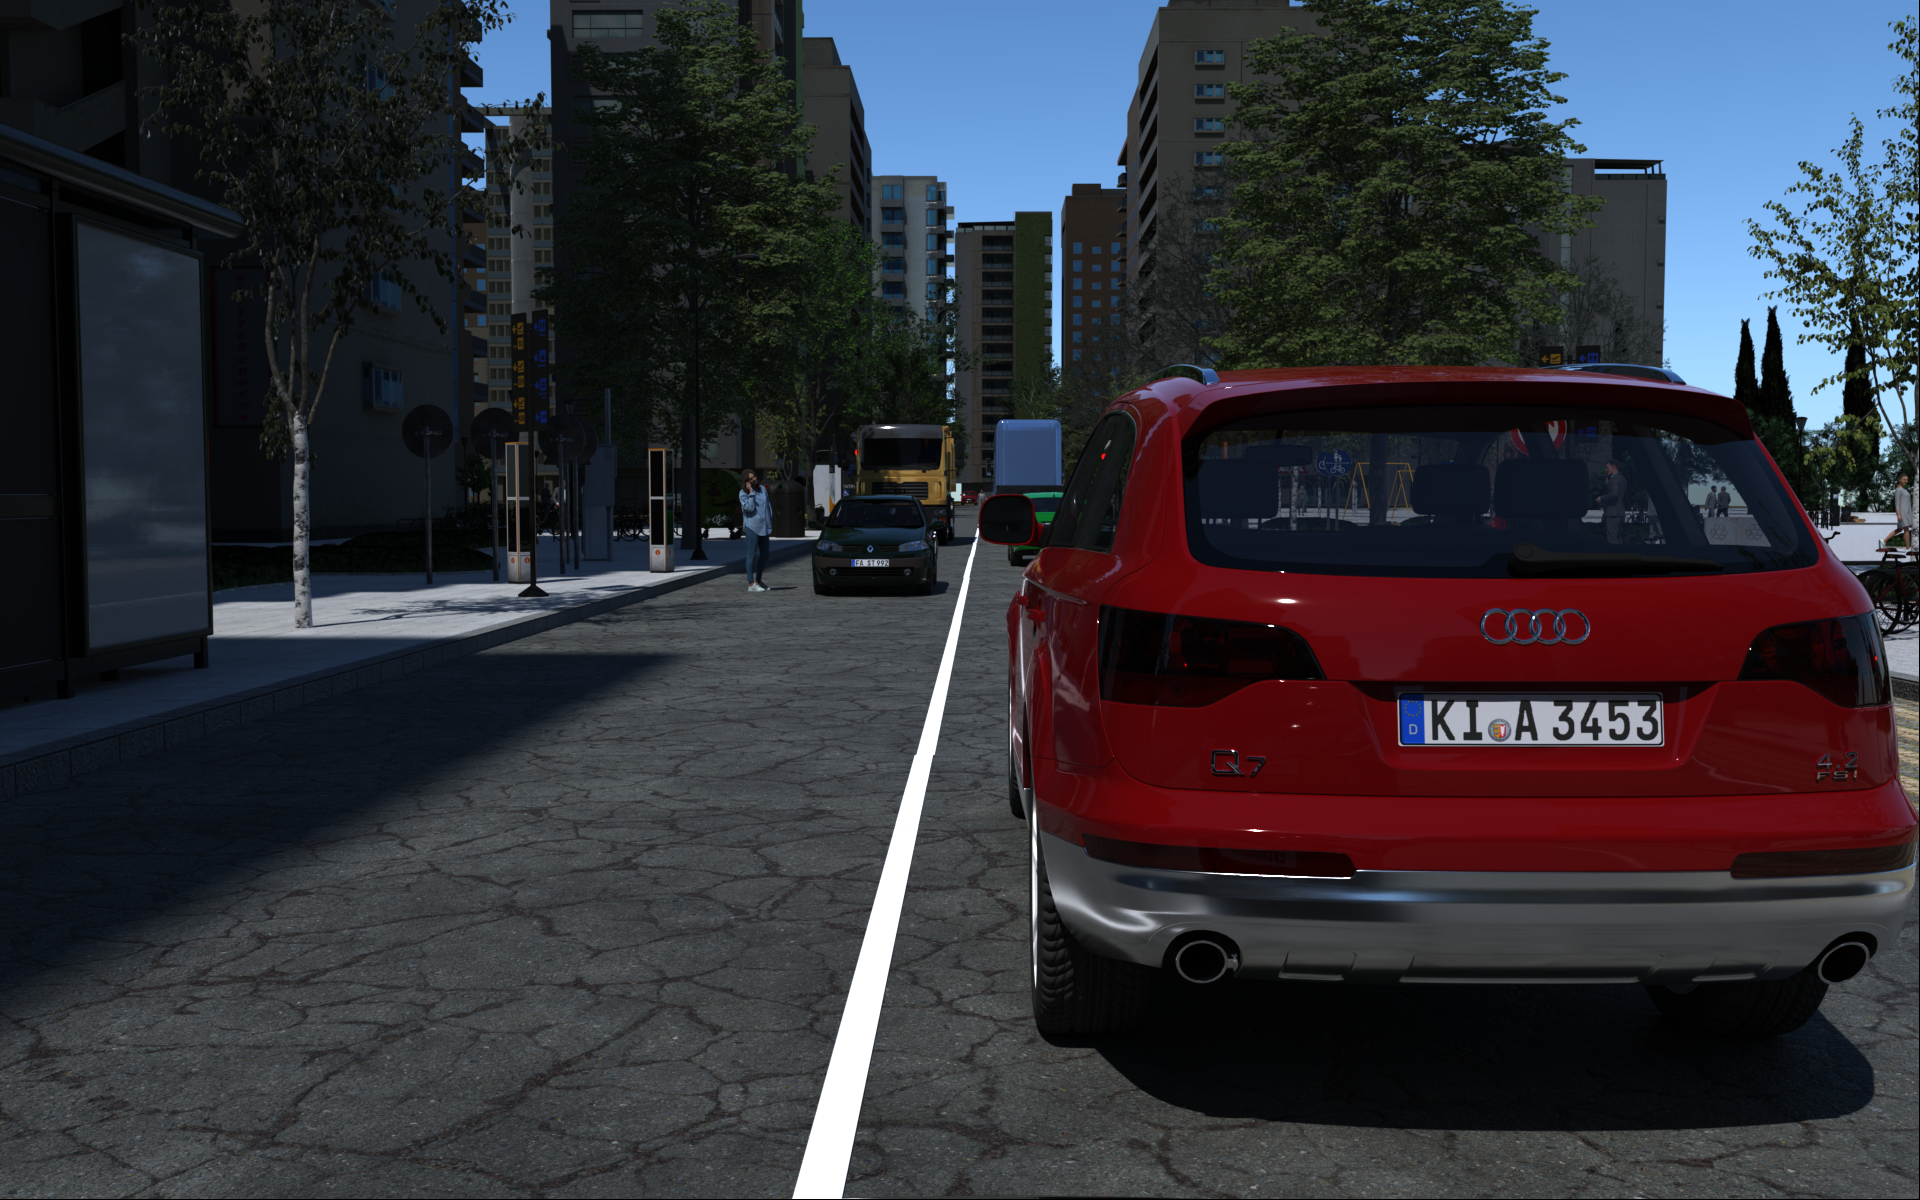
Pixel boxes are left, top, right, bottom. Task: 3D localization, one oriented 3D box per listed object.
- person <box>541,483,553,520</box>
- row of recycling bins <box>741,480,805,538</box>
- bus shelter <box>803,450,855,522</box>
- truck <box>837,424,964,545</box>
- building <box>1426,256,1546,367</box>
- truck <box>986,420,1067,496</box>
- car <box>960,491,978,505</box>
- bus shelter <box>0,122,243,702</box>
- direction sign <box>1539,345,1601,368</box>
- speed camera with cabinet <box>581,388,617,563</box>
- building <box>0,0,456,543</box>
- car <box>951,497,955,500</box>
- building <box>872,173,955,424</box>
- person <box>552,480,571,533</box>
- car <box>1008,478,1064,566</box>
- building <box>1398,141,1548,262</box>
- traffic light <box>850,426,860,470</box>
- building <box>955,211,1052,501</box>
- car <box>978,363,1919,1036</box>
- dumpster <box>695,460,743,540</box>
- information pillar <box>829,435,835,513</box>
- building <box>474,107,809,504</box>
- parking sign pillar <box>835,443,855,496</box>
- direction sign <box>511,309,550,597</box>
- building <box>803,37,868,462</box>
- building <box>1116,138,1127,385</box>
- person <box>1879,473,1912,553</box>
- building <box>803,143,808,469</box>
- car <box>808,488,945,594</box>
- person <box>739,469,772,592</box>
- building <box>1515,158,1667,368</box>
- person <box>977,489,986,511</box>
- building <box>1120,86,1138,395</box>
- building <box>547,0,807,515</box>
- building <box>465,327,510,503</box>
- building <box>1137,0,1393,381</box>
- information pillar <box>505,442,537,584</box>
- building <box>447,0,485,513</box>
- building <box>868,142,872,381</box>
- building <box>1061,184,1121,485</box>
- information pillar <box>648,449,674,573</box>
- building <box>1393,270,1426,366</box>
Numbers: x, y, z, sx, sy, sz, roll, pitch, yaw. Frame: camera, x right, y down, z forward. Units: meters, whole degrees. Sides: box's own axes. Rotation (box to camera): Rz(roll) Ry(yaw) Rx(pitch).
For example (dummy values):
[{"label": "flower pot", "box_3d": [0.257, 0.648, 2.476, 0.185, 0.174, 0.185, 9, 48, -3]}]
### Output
[{"label": "person", "box_3d": [-18.793, -4.454, 79.039, 0.661, 1.801, 0.590, 3, 4, 36]}, {"label": "row of recycling bins", "box_3d": [-5.683, -2.761, 52.263, 1.069, 1.692, 3.534, -2, 4, -31]}, {"label": "bus shelter", "box_3d": [-6.124, -5.374, 81.793, 2.014, 3.302, 5.546, 0, 4, 1]}, {"label": "truck", "box_3d": [-1.520, -3.355, 50.786, 3.469, 3.379, 9.791, 0, 4, 1]}, {"label": "building", "box_3d": [63.039, -27.044, 213.877, 14.107, 30.474, 14.160, 0, 4, 1]}, {"label": "truck", "box_3d": [2.548, -4.099, 56.778, 2.967, 4.110, 18.799, 0, 4, -1]}, {"label": "car", "box_3d": [1.188, -13.128, 223.316, 2.281, 1.827, 5.304, 0, 4, 2]}, {"label": "bus shelter", "box_3d": [-6.401, -1.880, 8.377, 2.179, 5.291, 8.768, 0, 4, 1]}, {"label": "direction sign", "box_3d": [9.312, -2.113, 26.546, 0.876, 3.537, 0.379, 1, 4, 18]}, {"label": "speed camera with cabinet", "box_3d": [-6.936, -2.372, 33.121, 0.660, 3.252, 2.038, -1, 4, -14]}, {"label": "building", "box_3d": [-28.274, -25.987, 48.591, 21.600, 48.544, 21.300, 0, 4, 1]}, {"label": "car", "box_3d": [-1.394, -7.941, 138.635, 1.959, 1.807, 4.718, 0, 4, 1]}, {"label": "building", "box_3d": [-16.015, -38.993, 257.140, 30.456, 49.044, 23.786, 0, 4, 1]}, {"label": "person", "box_3d": [-12.910, -3.058, 56.447, 0.834, 1.777, 0.661, 3, 4, 38]}, {"label": "car", "box_3d": [1.889, -1.652, 35.805, 1.959, 1.807, 4.718, 0, 4, 0]}, {"label": "building", "box_3d": [70.756, -40.885, 257.701, 27.495, 52.752, 28.713, 0, 4, 1]}, {"label": "traffic light", "box_3d": [-4.122, -5.034, 71.232, 0.839, 4.253, 0.868, 0, 4, 1]}, {"label": "building", "box_3d": [6.234, -34.791, 252.434, 14.086, 41.232, 14.154, 0, 4, 1]}, {"label": "car", "box_3d": [1.207, 0.156, 6.126, 2.281, 1.827, 5.304, 0, 4, 0]}, {"label": "dumpster", "box_3d": [-6.802, -2.840, 48.935, 1.502, 2.255, 1.985, 0, 4, 1]}, {"label": "information pillar", "box_3d": [-5.093, -4.751, 69.037, 0.183, 3.616, 0.504, -1, 4, -22]}, {"label": "building", "box_3d": [-27.941, -29.018, 166.328, 32.217, 40.220, 23.993, 0, 4, 1]}, {"label": "parking sign pillar", "box_3d": [-5.859, -6.136, 88.789, 1.447, 3.967, 1.447, 0, 4, -3]}, {"label": "direction sign", "box_3d": [-5.350, -1.811, 21.614, 0.379, 3.537, 0.876, -3, 5, -43]}, {"label": "building", "box_3d": [-21.752, -34.563, 188.811, 21.300, 48.544, 21.600, 0, 4, 1]}, {"label": "building", "box_3d": [30.169, -33.790, 207.093, 22.147, 44.769, 28.867, 0, 4, 1]}, {"label": "person", "box_3d": [20.512, -1.896, 37.799, 0.760, 1.731, 0.466, 1, 4, 12]}, {"label": "building", "box_3d": [-19.489, -22.137, 133.647, 14.160, 30.474, 14.107, 0, 4, 1]}, {"label": "car", "box_3d": [-1.224, -0.990, 25.966, 2.009, 1.686, 4.222, 0, 4, 1]}, {"label": "person", "box_3d": [-3.006, -1.021, 25.456, 0.793, 1.790, 0.793, 0, 4, 5]}, {"label": "building", "box_3d": [77.137, -32.411, 213.509, 14.086, 41.232, 14.154, 0, 4, 1]}, {"label": "person", "box_3d": [1.589, -7.195, 126.417, 0.678, 1.792, 0.850, 0, 4, 1]}, {"label": "building", "box_3d": [25.300, -32.747, 185.530, 14.600, 45.320, 14.200, 0, 4, 1]}, {"label": "building", "box_3d": [-17.672, -26.155, 111.233, 14.154, 41.232, 14.086, 0, 4, 1]}, {"label": "building", "box_3d": [-47.563, -22.315, 209.888, 28.899, 21.520, 27.650, 0, 4, 1]}, {"label": "building", "box_3d": [28.706, -33.247, 167.283, 21.300, 48.544, 21.600, 0, 4, 1]}, {"label": "information pillar", "box_3d": [-6.274, -1.240, 24.759, 0.304, 2.012, 0.304, 3, 5, 44]}, {"label": "building", "box_3d": [-33.741, -26.890, 89.767, 14.200, 45.320, 14.600, 0, 4, 1]}, {"label": "building", "box_3d": [-21.956, -35.967, 211.766, 21.600, 48.544, 21.300, 0, 4, 1]}, {"label": "building", "box_3d": [22.106, -36.838, 252.406, 14.200, 45.320, 14.600, 0, 4, 1]}, {"label": "information pillar", "box_3d": [-4.859, -1.450, 28.194, 0.304, 2.012, 0.304, 1, 4, 18]}, {"label": "building", "box_3d": [48.265, -27.068, 214.263, 14.107, 30.474, 14.160, 0, 4, 1]}]
